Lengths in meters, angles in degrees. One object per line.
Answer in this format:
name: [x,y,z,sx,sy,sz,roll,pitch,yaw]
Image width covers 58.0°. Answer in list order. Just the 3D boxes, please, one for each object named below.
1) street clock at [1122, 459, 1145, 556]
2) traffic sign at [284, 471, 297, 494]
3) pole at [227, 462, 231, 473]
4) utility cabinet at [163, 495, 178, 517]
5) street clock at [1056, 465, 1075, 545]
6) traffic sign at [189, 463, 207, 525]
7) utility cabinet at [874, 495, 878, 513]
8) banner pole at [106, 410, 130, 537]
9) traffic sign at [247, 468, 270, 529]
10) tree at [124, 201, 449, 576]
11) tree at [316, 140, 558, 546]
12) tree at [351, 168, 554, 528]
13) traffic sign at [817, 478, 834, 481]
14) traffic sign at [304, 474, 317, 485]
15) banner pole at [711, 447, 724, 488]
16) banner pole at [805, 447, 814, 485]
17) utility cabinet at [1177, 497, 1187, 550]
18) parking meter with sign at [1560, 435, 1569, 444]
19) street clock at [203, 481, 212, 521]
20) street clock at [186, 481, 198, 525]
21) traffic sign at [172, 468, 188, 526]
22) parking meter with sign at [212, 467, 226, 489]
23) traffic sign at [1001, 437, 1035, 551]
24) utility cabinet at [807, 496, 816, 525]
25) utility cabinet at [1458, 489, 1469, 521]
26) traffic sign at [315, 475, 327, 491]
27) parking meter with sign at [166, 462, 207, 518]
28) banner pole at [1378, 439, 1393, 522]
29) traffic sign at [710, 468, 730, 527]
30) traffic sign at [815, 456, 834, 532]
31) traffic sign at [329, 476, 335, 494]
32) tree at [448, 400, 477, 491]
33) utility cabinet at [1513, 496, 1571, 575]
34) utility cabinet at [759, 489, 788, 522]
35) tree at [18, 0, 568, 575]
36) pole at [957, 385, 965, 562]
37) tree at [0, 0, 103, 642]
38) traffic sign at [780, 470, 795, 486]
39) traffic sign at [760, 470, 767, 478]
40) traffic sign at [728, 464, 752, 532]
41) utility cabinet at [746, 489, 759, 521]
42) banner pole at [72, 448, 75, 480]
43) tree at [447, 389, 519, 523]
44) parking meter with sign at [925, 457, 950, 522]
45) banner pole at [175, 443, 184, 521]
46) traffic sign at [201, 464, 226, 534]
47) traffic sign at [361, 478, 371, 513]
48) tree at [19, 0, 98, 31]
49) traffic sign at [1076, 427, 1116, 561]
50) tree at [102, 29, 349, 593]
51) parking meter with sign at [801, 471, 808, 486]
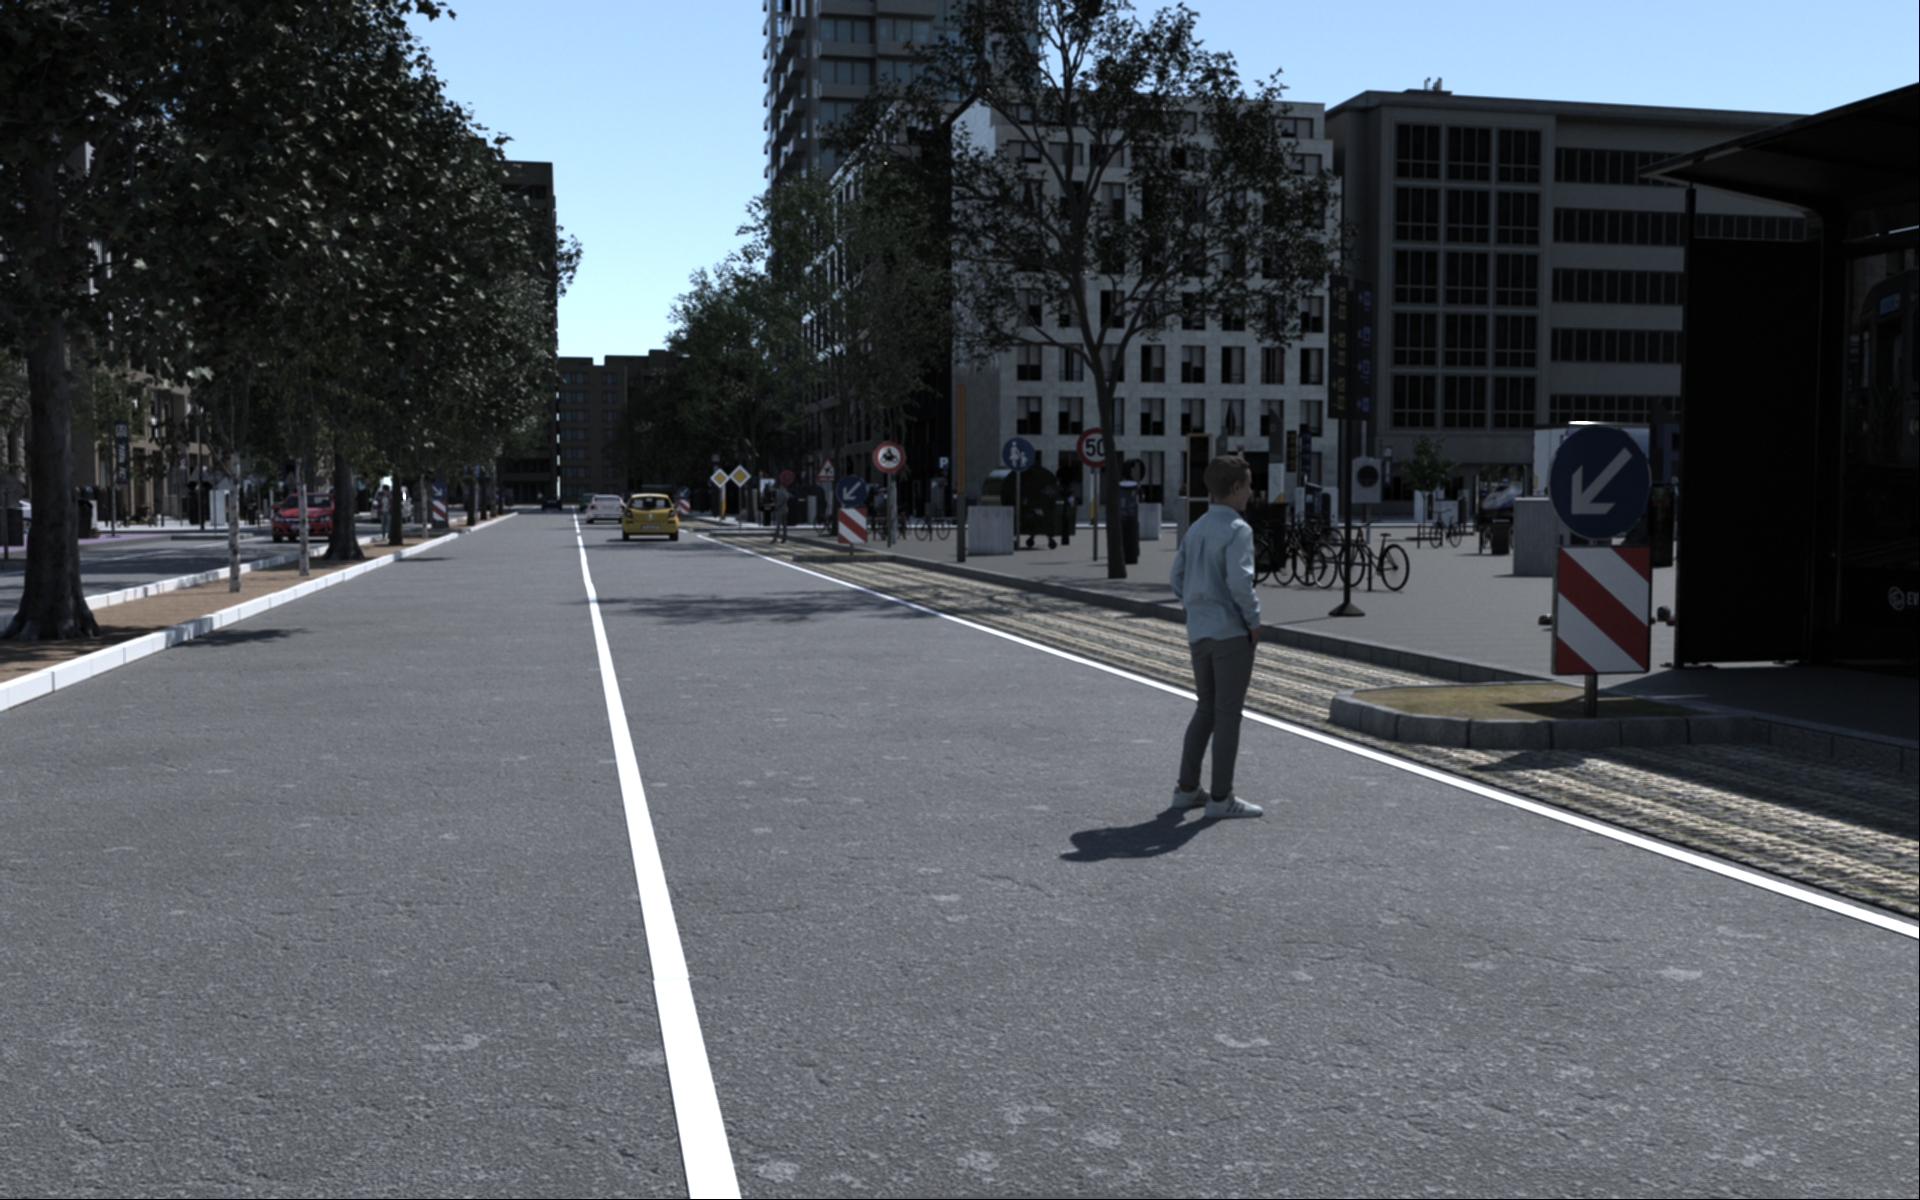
street clock: [3.569,-1.899,35.621,0.471,2.002,0.358,-3,5,-42]
traffic sign: [-37.632,-5.961,97.464,0.884,2.594,0.081,-1,4,-10]
pole: [-30.634,-4.822,72.678,0.158,3.312,0.155,0,3,0]
utility cabinet: [-44.956,-5.360,98.792,1.020,1.237,0.306,1,4,15]
street clock: [2.659,-2.393,43.696,0.471,2.002,0.358,0,4,-2]
traffic sign: [-31.407,-4.373,71.498,0.884,2.594,0.081,-1,4,-9]
utility cabinet: [-3.866,-4.713,88.217,1.020,1.237,0.306,0,4,-4]
banner pole: [-25.178,-3.778,51.795,0.401,3.779,0.863,2,4,24]
traffic sign: [-25.451,-3.622,62.863,0.795,2.450,0.064,-1,4,-13]
tree: [-11.317,-4.700,29.659,4.737,8.622,4.395,0,3,0]
tree: [-15.414,-7.284,47.303,9.928,11.665,9.643,0,3,0]
tree: [-20.333,-9.679,67.358,9.857,13.997,8.962,0,3,0]
traffic sign: [-5.554,-4.452,72.787,0.884,2.594,0.081,0,4,-3]
traffic sign: [-39.351,-6.411,104.924,0.768,2.556,0.104,0,4,-7]
banner pole: [-12.774,-6.226,91.818,0.863,3.779,0.401,0,4,1]
banner pole: [-8.066,-6.270,92.524,0.401,3.779,0.863,-3,5,-41]
utility cabinet: [5.455,-1.783,40.314,0.306,1.237,1.020,3,5,42]
parking meter with sign: [18.317,-3.376,51.451,0.543,3.016,1.738,2,4,34]
street clock: [-36.187,-4.814,83.283,0.358,2.002,0.471,3,4,36]
street clock: [-31.899,-4.122,71.963,0.471,2.002,0.358,-1,4,-17]
traffic sign: [-30.793,-4.055,68.435,0.606,2.300,0.079,0,4,-7]
parking meter with sign: [-47.948,-7.066,111.795,0.543,3.016,1.738,0,4,6]
traffic sign: [1.305,-2.374,38.927,0.768,2.556,0.104,0,4,-7]
utility cabinet: [-6.207,-3.764,72.703,0.306,1.237,1.020,-1,4,-10]
utility cabinet: [24.048,-4.533,82.798,0.318,1.500,1.173,0,4,4]
traffic sign: [-43.407,-7.187,117.621,0.768,2.556,0.104,-1,4,-11]
parking meter with sign: [-41.979,-5.969,93.850,1.738,3.016,0.543,-3,5,-45]
banner pole: [19.366,-5.442,78.997,0.863,3.779,0.401,-1,4,-19]
traffic sign: [-9.206,-3.843,66.480,0.795,2.450,0.064,-1,4,-13]
traffic sign: [-4.465,-3.584,58.599,0.884,2.594,0.081,0,4,-4]
traffic sign: [-41.520,-7.026,114.978,0.768,2.556,0.104,0,4,-4]
tree: [-16.942,-6.228,54.655,4.737,8.622,4.395,0,3,0]
utility cabinet: [9.317,-0.997,27.456,1.020,1.237,0.306,1,4,12]
utility cabinet: [-8.518,-4.333,79.525,1.173,1.500,0.318,-1,4,-18]
tree: [-13.494,-7.226,37.604,9.611,12.733,9.660,0,3,0]
pole: [0.022,-2.367,32.538,0.158,3.312,0.155,0,3,0]
tree: [-9.060,-5.967,17.029,9.611,12.733,9.660,0,3,0]
traffic sign: [-9.007,-5.518,90.319,0.768,2.556,0.104,0,4,-7]
traffic sign: [-10.459,-5.529,90.503,0.768,2.556,0.104,0,4,-4]
traffic sign: [-7.455,-3.367,58.689,0.795,2.450,0.064,-1,4,-13]
utility cabinet: [-9.625,-4.511,82.437,1.173,1.500,0.318,2,4,32]
banner pole: [-42.865,-5.693,83.095,0.401,3.779,0.863,3,4,37]
tree: [-24.102,-8.153,86.129,4.360,8.622,3.978,0,3,0]
parking meter with sign: [-1.079,-5.142,80.333,0.543,3.016,1.738,2,4,25]
banner pole: [-37.543,-5.705,83.294,0.401,3.779,0.863,-1,4,-11]
traffic sign: [-23.700,-3.146,55.071,0.795,2.450,0.064,-1,4,-13]
traffic sign: [-40.973,-7.249,119.699,0.795,2.450,0.064,-1,4,-12]
tree: [-6.120,-5.669,5.523,12.009,13.543,11.850,0,3,0]
traffic sign: [2.601,-2.024,33.193,0.768,2.556,0.104,0,4,-4]
tree: [-10.570,-4.419,25.071,4.360,8.622,3.978,0,3,0]
parking meter with sign: [-11.953,-8.311,132.143,0.543,3.016,1.738,0,4,1]
